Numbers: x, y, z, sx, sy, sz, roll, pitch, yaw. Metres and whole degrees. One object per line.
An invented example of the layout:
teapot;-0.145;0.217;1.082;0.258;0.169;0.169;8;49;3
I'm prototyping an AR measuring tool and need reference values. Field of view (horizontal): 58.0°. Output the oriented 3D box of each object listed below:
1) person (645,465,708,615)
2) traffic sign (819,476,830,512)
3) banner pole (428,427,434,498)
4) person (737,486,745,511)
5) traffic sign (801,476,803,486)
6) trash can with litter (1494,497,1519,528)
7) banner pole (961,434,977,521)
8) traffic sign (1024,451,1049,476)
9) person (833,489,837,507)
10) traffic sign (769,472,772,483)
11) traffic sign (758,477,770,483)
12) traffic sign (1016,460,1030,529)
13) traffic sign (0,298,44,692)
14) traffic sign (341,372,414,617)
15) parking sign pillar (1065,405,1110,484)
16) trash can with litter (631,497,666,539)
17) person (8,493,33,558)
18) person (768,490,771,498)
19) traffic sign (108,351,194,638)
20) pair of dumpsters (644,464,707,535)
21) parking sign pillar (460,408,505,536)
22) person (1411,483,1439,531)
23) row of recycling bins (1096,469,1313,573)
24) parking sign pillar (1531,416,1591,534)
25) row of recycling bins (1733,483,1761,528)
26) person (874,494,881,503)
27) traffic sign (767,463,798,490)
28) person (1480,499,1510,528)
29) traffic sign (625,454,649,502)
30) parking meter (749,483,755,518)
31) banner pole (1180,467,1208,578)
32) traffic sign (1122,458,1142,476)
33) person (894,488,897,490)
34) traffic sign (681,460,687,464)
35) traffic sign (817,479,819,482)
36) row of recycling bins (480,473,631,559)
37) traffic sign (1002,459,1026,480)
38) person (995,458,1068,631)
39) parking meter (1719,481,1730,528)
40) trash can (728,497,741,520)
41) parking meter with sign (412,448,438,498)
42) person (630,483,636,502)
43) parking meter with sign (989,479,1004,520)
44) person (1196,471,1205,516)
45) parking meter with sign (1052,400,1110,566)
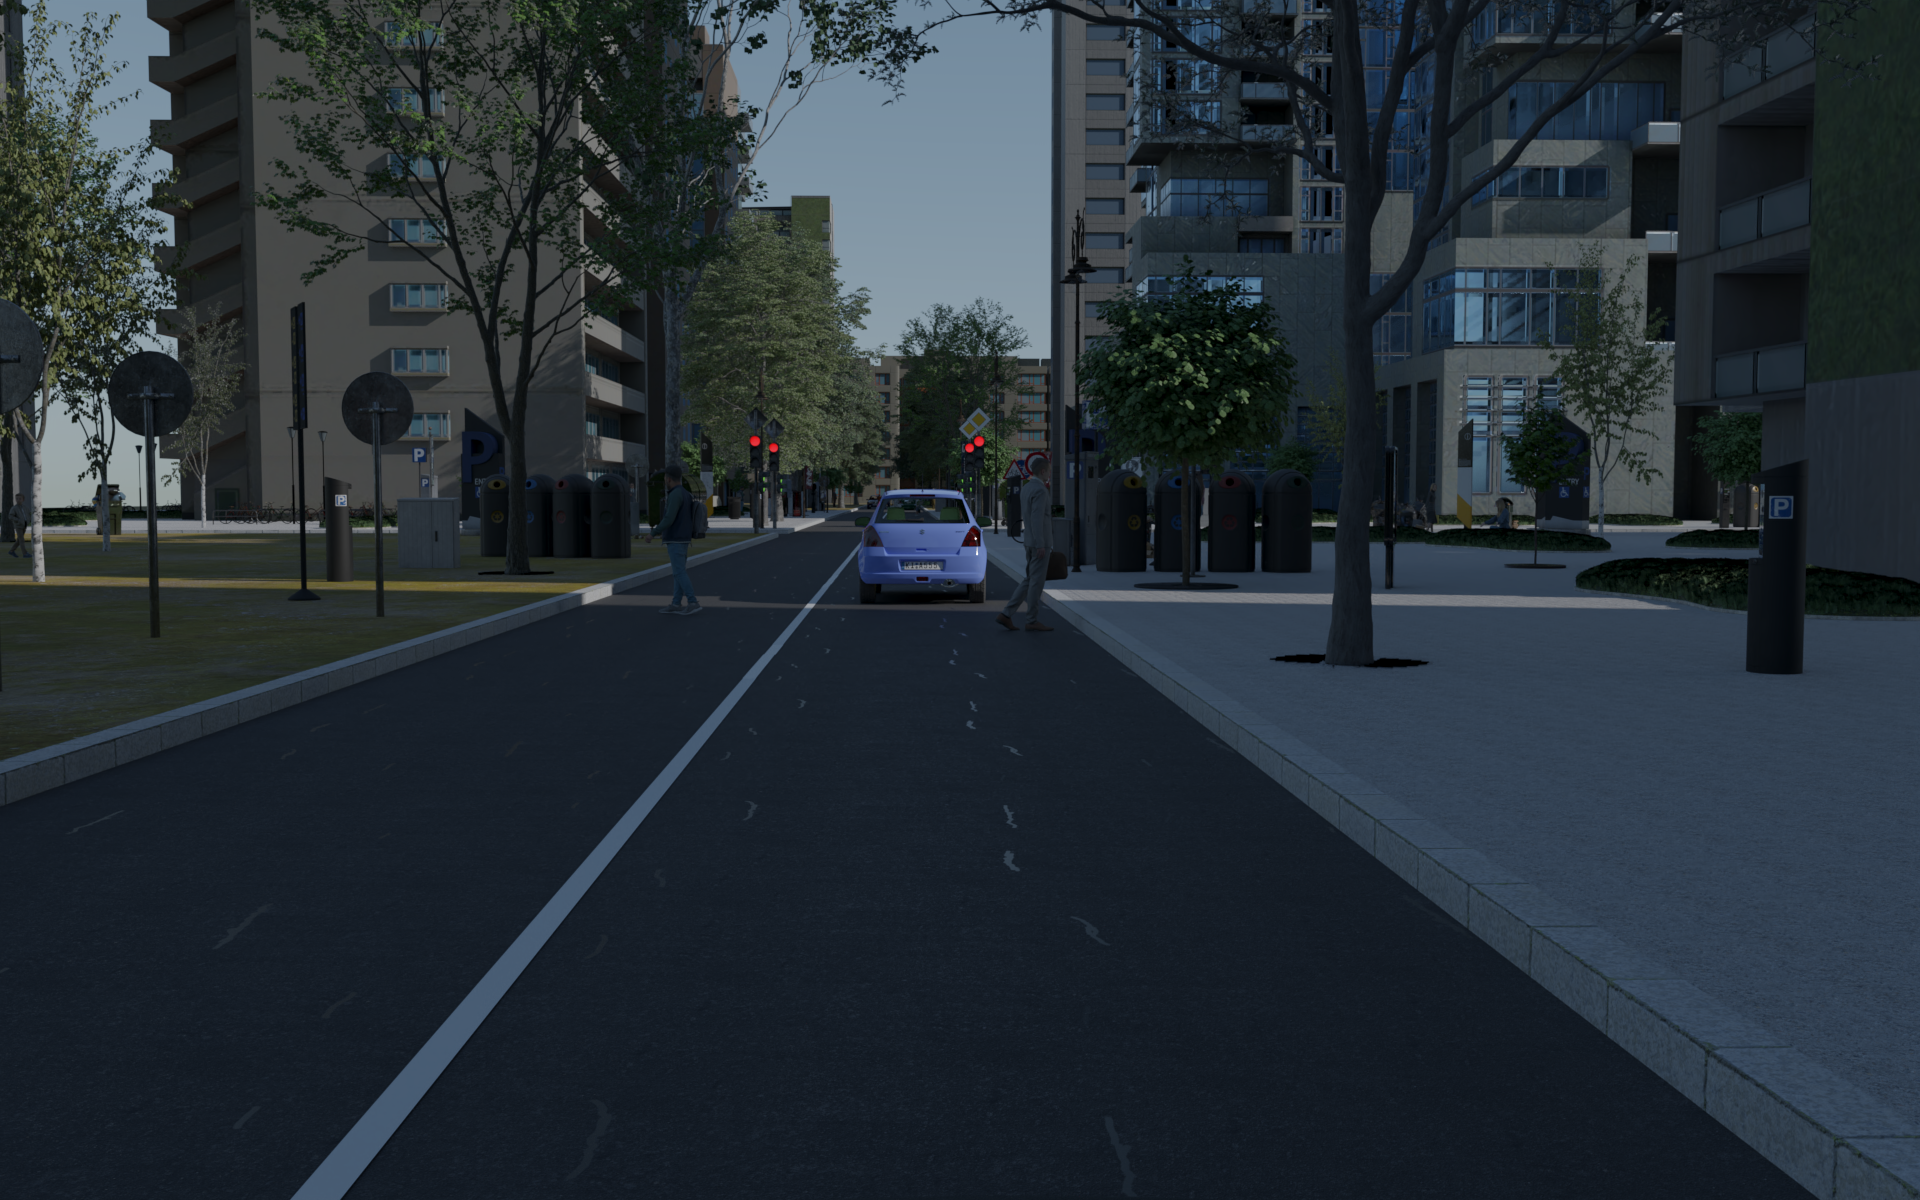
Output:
person;-3.378;-0.726;20.721;0.721;1.781;0.623;0;4;-3
traffic sign;-9.455;-7.365;120.527;0.768;2.556;0.104;0;4;6
banner pole;-19.591;-4.541;64.269;0.401;3.779;0.863;-2;4;-26
person;-13.477;-6.115;106.372;0.623;1.781;0.721;2;4;32
traffic sign;-10.835;-7.104;116.264;0.768;2.556;0.104;0;4;7
trash can with litter;20.484;-3.270;64.847;0.624;1.170;1.055;3;5;44
banner pole;0.433;-5.007;71.873;0.863;3.779;0.401;1;4;10
traffic sign;2.303;-3.152;51.648;0.768;2.556;0.104;0;4;8
person;-12.302;-10.024;170.488;0.434;1.755;0.990;1;4;14
traffic sign;-10.076;-5.779;94.593;0.768;2.556;0.104;0;4;5
traffic sign;-12.313;-6.645;108.743;0.768;2.556;0.104;0;4;4
traffic sign;2.275;-3.910;64.037;0.768;2.556;0.104;0;4;4
traffic sign;-6.268;-0.677;11.175;0.768;2.556;0.104;0;4;7
traffic sign;-6.063;-1.097;18.038;0.768;2.556;0.104;0;4;3
parking sign pillar;3.847;-3.905;52.324;1.447;3.967;1.447;-1;4;-15
trash can with litter;-8.767;-2.364;49.714;2.233;1.210;1.678;-3;5;-42
person;-18.918;-1.503;34.893;0.640;1.303;0.475;1;4;11
person;-20.507;-10.979;186.275;1.217;1.743;0.721;0;4;-6
traffic sign;-7.199;-0.936;15.418;0.768;2.556;0.104;0;4;1
pair of dumpsters;-8.998;-3.197;54.763;1.574;2.255;4.437;0;4;-2
parking sign pillar;-14.830;-4.000;53.866;1.447;3.967;1.447;1;4;14
person;15.897;-3.095;59.320;1.509;1.804;0.699;-2;4;-30
row of recycling bins;4.017;-1.317;28.654;3.534;1.692;1.069;0;4;5
parking sign pillar;19.024;-4.019;54.187;1.447;3.967;1.447;-3;4;-39
row of recycling bins;31.615;-3.656;66.891;3.534;1.692;1.069;0;4;-5
person;-7.424;-9.037;159.508;1.065;1.426;0.557;1;4;21
traffic sign;-11.642;-7.374;114.440;2.265;3.308;0.079;0;4;2
person;14.216;-2.098;45.837;0.738;1.151;1.012;0;4;7
traffic sign;-10.172;-3.332;54.590;0.768;2.556;0.104;0;4;5
parking meter;-11.159;-5.368;93.475;0.255;1.863;0.399;-3;5;-40
banner pole;3.767;-2.253;26.861;0.863;3.779;0.401;-3;5;-45
traffic sign;4.773;-2.810;48.076;0.606;2.300;0.079;0;4;6
person;-3.971;-5.947;106.080;0.624;1.780;0.694;3;5;44
traffic sign;-10.285;-3.862;63.252;0.768;2.556;0.104;0;4;-1
traffic sign;-10.631;-8.165;133.596;0.768;2.556;0.104;0;4;2
row of recycling bins;-8.236;-1.720;35.229;3.534;1.692;1.069;1;4;23
traffic sign;1.986;-3.879;63.418;0.884;2.594;0.081;0;4;6
person;0.810;-0.582;18.139;0.853;1.813;0.709;-1;4;-19
parking meter;28.734;-3.631;65.071;0.255;1.863;0.399;0;4;3
trash can;-11.366;-4.626;87.295;0.748;1.137;0.748;0;3;0
parking meter with sign;-20.246;-4.274;66.135;0.543;3.016;1.738;0;4;8
person;-16.002;-4.800;84.692;0.661;1.801;0.590;-1;4;-16
parking meter with sign;1.948;-5.391;84.404;0.543;3.016;1.738;3;4;38
person;5.488;-2.090;40.228;0.388;1.821;0.555;3;4;36
parking meter with sign;2.180;-2.150;31.414;0.543;3.016;1.738;2;4;25
